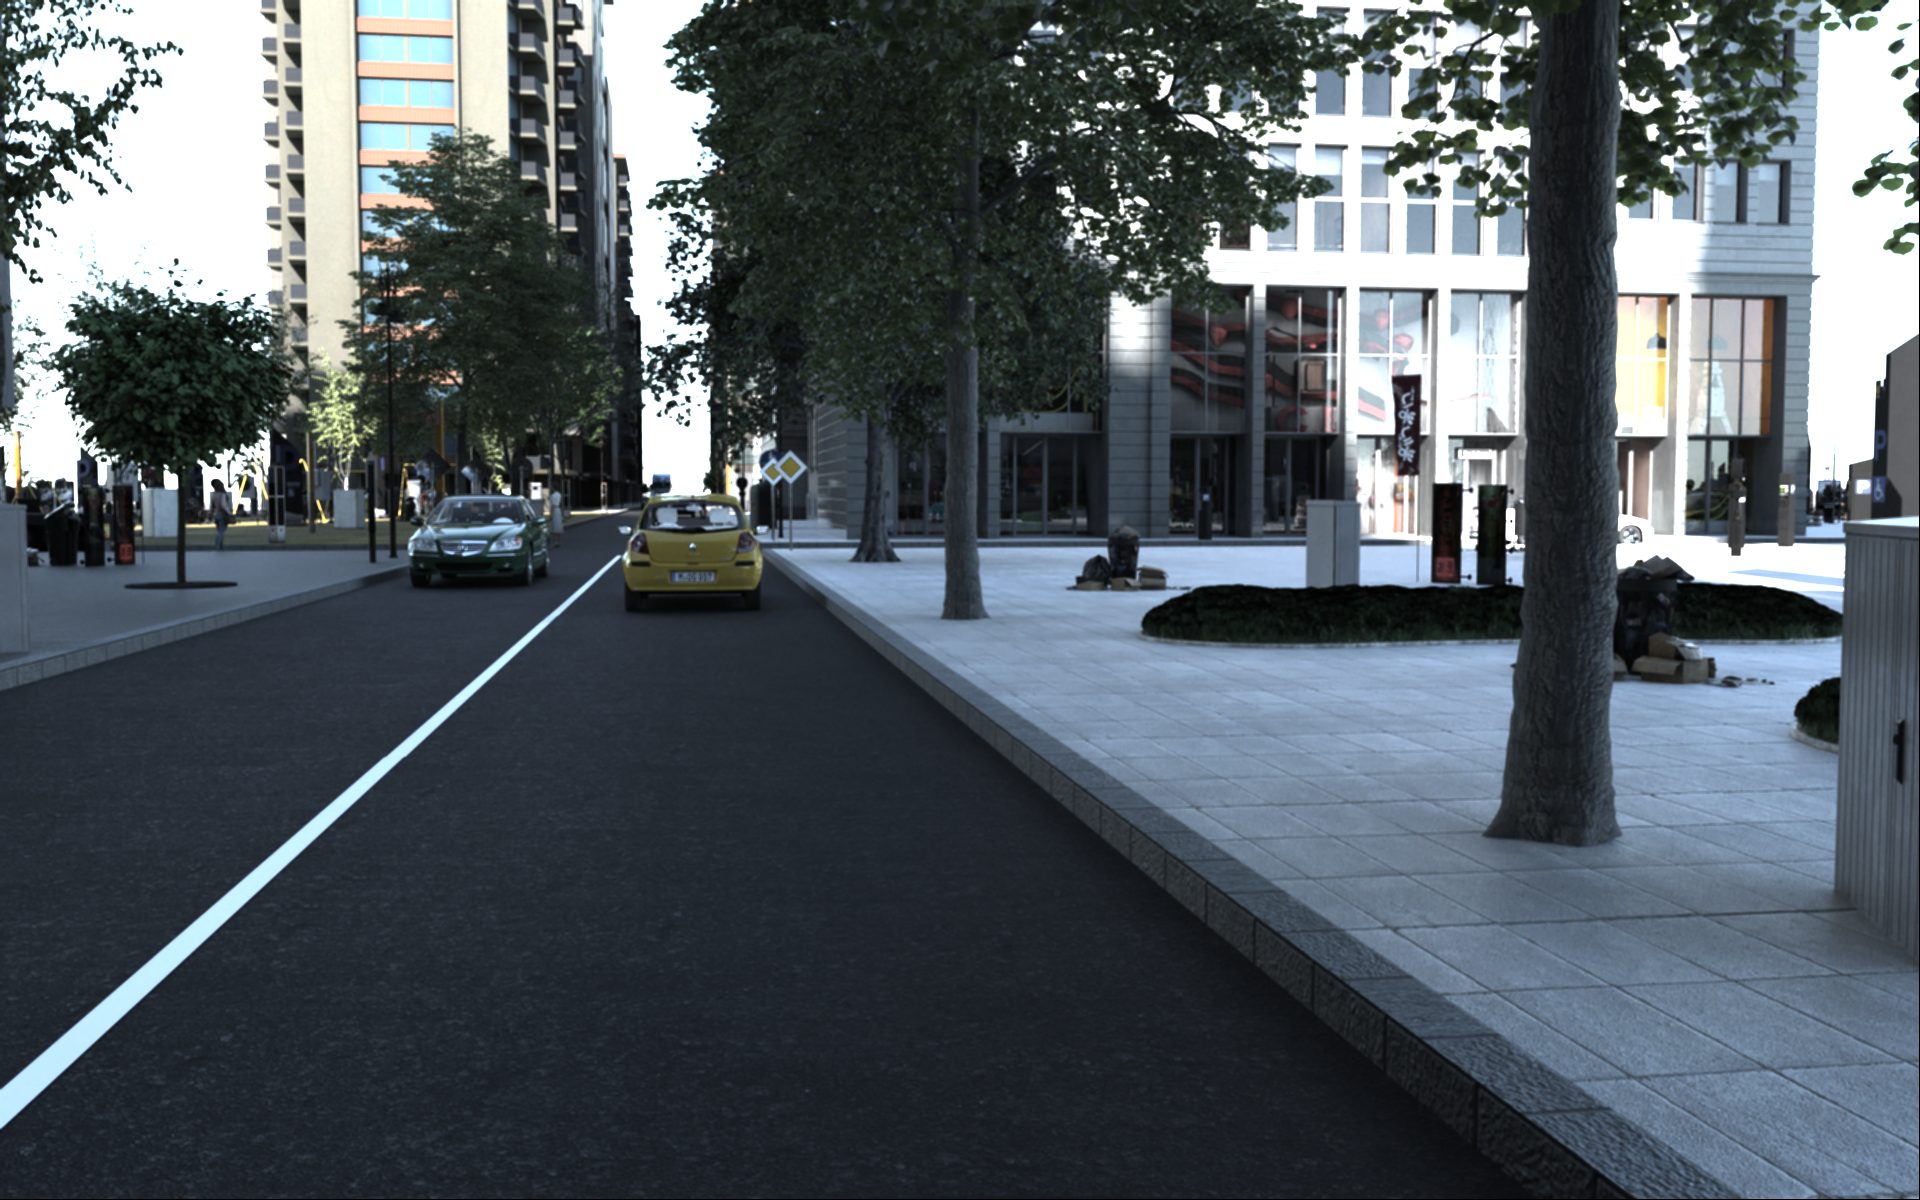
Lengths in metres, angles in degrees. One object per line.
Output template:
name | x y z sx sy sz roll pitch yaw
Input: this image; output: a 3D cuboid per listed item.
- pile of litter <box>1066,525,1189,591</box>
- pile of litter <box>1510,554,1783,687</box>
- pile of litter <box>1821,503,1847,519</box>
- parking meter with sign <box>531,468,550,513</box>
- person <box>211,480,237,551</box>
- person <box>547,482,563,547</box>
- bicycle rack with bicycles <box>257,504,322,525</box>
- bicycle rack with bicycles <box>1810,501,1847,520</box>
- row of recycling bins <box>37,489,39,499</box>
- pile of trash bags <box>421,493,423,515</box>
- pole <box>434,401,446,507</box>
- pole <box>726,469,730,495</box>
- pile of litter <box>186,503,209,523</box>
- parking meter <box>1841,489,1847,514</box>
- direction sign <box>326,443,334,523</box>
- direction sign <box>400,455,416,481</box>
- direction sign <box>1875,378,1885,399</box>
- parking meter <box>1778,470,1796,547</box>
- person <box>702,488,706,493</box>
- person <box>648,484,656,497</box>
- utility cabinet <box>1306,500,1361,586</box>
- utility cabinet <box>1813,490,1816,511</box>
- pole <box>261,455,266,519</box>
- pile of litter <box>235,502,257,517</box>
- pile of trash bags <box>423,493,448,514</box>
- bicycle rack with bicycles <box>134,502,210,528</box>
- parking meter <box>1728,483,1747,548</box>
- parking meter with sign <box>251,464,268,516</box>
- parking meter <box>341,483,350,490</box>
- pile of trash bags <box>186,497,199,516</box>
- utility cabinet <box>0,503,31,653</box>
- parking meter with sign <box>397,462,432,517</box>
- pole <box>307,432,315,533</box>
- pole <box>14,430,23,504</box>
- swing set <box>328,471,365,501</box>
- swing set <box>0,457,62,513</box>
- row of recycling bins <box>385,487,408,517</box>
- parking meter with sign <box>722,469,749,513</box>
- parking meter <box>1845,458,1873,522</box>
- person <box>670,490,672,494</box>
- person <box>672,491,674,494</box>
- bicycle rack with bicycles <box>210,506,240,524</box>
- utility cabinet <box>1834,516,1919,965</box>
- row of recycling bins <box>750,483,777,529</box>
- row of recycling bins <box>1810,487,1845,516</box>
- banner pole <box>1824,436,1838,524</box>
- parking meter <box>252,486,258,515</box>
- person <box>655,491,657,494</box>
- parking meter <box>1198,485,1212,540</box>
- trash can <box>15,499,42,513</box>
pile of litter | 2.299 -0.572 23.310 1.719 0.858 1.176 0 4 6
pile of litter | 4.749 0.112 12.136 1.176 0.858 1.719 -2 4 -33
pile of litter | 44.637 -4.519 87.848 1.176 0.858 1.719 -3 4 -36
parking meter with sign | -28.701 -7.409 117.404 1.738 3.016 0.543 0 4 -7
person | -16.936 -1.868 39.636 0.593 1.750 0.643 2 4 29
person | -10.945 -2.294 46.573 0.524 1.755 0.480 1 4 12
bicycle rack with bicycles | -28.014 -3.642 72.930 2.852 0.926 2.925 2 4 26
bicycle rack with bicycles | 42.386 -4.400 85.324 2.852 0.926 2.925 -3 5 -42
row of recycling bins | -53.524 -5.586 98.442 1.069 1.692 3.534 0 4 0
pile of trash bags | -33.379 -5.987 107.644 1.912 1.369 3.447 -1 4 -22
pole | -11.472 -2.715 38.235 0.158 3.312 0.155 0 3 0
pole | -14.985 -7.219 111.873 0.158 3.312 0.155 0 3 0
pile of litter | -34.457 -3.890 77.565 1.176 0.858 1.719 0 4 -2
parking meter | 47.250 -5.140 92.442 0.372 1.533 0.369 0 3 0
direction sign | -27.829 -5.172 76.552 0.379 3.537 0.876 -3 4 -38
direction sign | -32.208 -6.676 101.148 0.876 3.537 0.379 -1 4 -11
direction sign | 18.141 -2.579 34.170 0.379 3.537 0.876 1 4 14
parking meter | 19.998 -2.213 41.896 0.399 1.863 0.255 -3 5 -41
person | -14.974 -5.632 100.770 0.473 1.802 0.592 2 4 34
person | -12.174 -3.704 69.086 0.620 1.820 0.660 0 4 -7
utility cabinet | 3.970 -0.445 18.438 0.306 1.237 1.020 0 4 -5
utility cabinet | 52.516 -5.910 105.305 0.318 1.500 1.173 -3 5 -39
pole | -36.357 -5.904 90.370 0.158 3.312 0.155 0 3 0
pile of litter | -39.777 -5.030 96.205 1.176 0.858 1.719 -3 5 -39
pile of trash bags | -28.930 -5.523 100.061 1.912 1.369 3.447 1 4 22
bicycle rack with bicycles | -30.502 -3.208 65.826 2.852 0.926 2.925 -1 4 -9
parking meter | 18.466 -2.003 41.162 0.372 1.533 0.369 0 3 0
parking meter with sign | -40.451 -6.414 101.135 1.738 3.016 0.543 1 4 12
parking meter | -31.052 -5.002 87.487 0.255 1.863 0.399 3 5 44
pile of trash bags | -42.955 -5.161 94.130 3.447 1.369 1.912 0 4 8
utility cabinet | -7.954 -0.198 14.406 0.306 1.237 1.020 -2 4 -34
parking meter with sign | -29.833 -6.022 94.723 1.738 3.016 0.543 -1 4 -13
pole | -21.506 -3.886 57.374 0.158 3.312 0.155 0 3 0
pole | -30.048 -3.758 55.294 0.158 3.312 0.155 0 3 0
swing set | -40.488 -7.254 116.226 3.119 2.851 2.862 0 4 7
swing set | -40.367 -4.712 74.668 2.862 2.851 3.119 -1 4 -10
row of recycling bins | -32.462 -5.601 98.682 3.534 1.692 1.069 1 4 17
parking meter with sign | -15.338 -7.475 118.478 1.738 3.016 0.543 1 4 9
parking meter | 14.432 -1.350 27.792 0.399 1.863 0.255 1 4 15
person | -24.405 -8.391 146.217 0.617 1.759 0.750 0 4 -6
person | -30.097 -10.623 182.634 0.568 1.767 0.683 1 4 17
bicycle rack with bicycles | -31.932 -3.650 73.059 2.852 0.926 2.925 3 4 38
utility cabinet | 2.843 0.373 5.065 0.306 1.237 1.020 1 4 14
row of recycling bins | -7.342 -3.523 64.714 1.069 1.692 3.534 0 4 -5
row of recycling bins | 50.594 -5.715 100.553 3.534 1.692 1.069 1 4 16
banner pole | 38.084 -5.228 75.493 0.401 3.779 0.863 1 4 19
parking meter | -43.205 -6.136 106.034 0.399 1.863 0.255 0 4 3
person | -30.304 -9.972 172.479 0.756 1.711 0.436 2 4 25
parking meter | 6.885 -2.459 48.609 0.372 1.533 0.369 0 3 0
trash can | -28.453 -2.525 52.932 0.748 1.137 0.748 0 3 0
